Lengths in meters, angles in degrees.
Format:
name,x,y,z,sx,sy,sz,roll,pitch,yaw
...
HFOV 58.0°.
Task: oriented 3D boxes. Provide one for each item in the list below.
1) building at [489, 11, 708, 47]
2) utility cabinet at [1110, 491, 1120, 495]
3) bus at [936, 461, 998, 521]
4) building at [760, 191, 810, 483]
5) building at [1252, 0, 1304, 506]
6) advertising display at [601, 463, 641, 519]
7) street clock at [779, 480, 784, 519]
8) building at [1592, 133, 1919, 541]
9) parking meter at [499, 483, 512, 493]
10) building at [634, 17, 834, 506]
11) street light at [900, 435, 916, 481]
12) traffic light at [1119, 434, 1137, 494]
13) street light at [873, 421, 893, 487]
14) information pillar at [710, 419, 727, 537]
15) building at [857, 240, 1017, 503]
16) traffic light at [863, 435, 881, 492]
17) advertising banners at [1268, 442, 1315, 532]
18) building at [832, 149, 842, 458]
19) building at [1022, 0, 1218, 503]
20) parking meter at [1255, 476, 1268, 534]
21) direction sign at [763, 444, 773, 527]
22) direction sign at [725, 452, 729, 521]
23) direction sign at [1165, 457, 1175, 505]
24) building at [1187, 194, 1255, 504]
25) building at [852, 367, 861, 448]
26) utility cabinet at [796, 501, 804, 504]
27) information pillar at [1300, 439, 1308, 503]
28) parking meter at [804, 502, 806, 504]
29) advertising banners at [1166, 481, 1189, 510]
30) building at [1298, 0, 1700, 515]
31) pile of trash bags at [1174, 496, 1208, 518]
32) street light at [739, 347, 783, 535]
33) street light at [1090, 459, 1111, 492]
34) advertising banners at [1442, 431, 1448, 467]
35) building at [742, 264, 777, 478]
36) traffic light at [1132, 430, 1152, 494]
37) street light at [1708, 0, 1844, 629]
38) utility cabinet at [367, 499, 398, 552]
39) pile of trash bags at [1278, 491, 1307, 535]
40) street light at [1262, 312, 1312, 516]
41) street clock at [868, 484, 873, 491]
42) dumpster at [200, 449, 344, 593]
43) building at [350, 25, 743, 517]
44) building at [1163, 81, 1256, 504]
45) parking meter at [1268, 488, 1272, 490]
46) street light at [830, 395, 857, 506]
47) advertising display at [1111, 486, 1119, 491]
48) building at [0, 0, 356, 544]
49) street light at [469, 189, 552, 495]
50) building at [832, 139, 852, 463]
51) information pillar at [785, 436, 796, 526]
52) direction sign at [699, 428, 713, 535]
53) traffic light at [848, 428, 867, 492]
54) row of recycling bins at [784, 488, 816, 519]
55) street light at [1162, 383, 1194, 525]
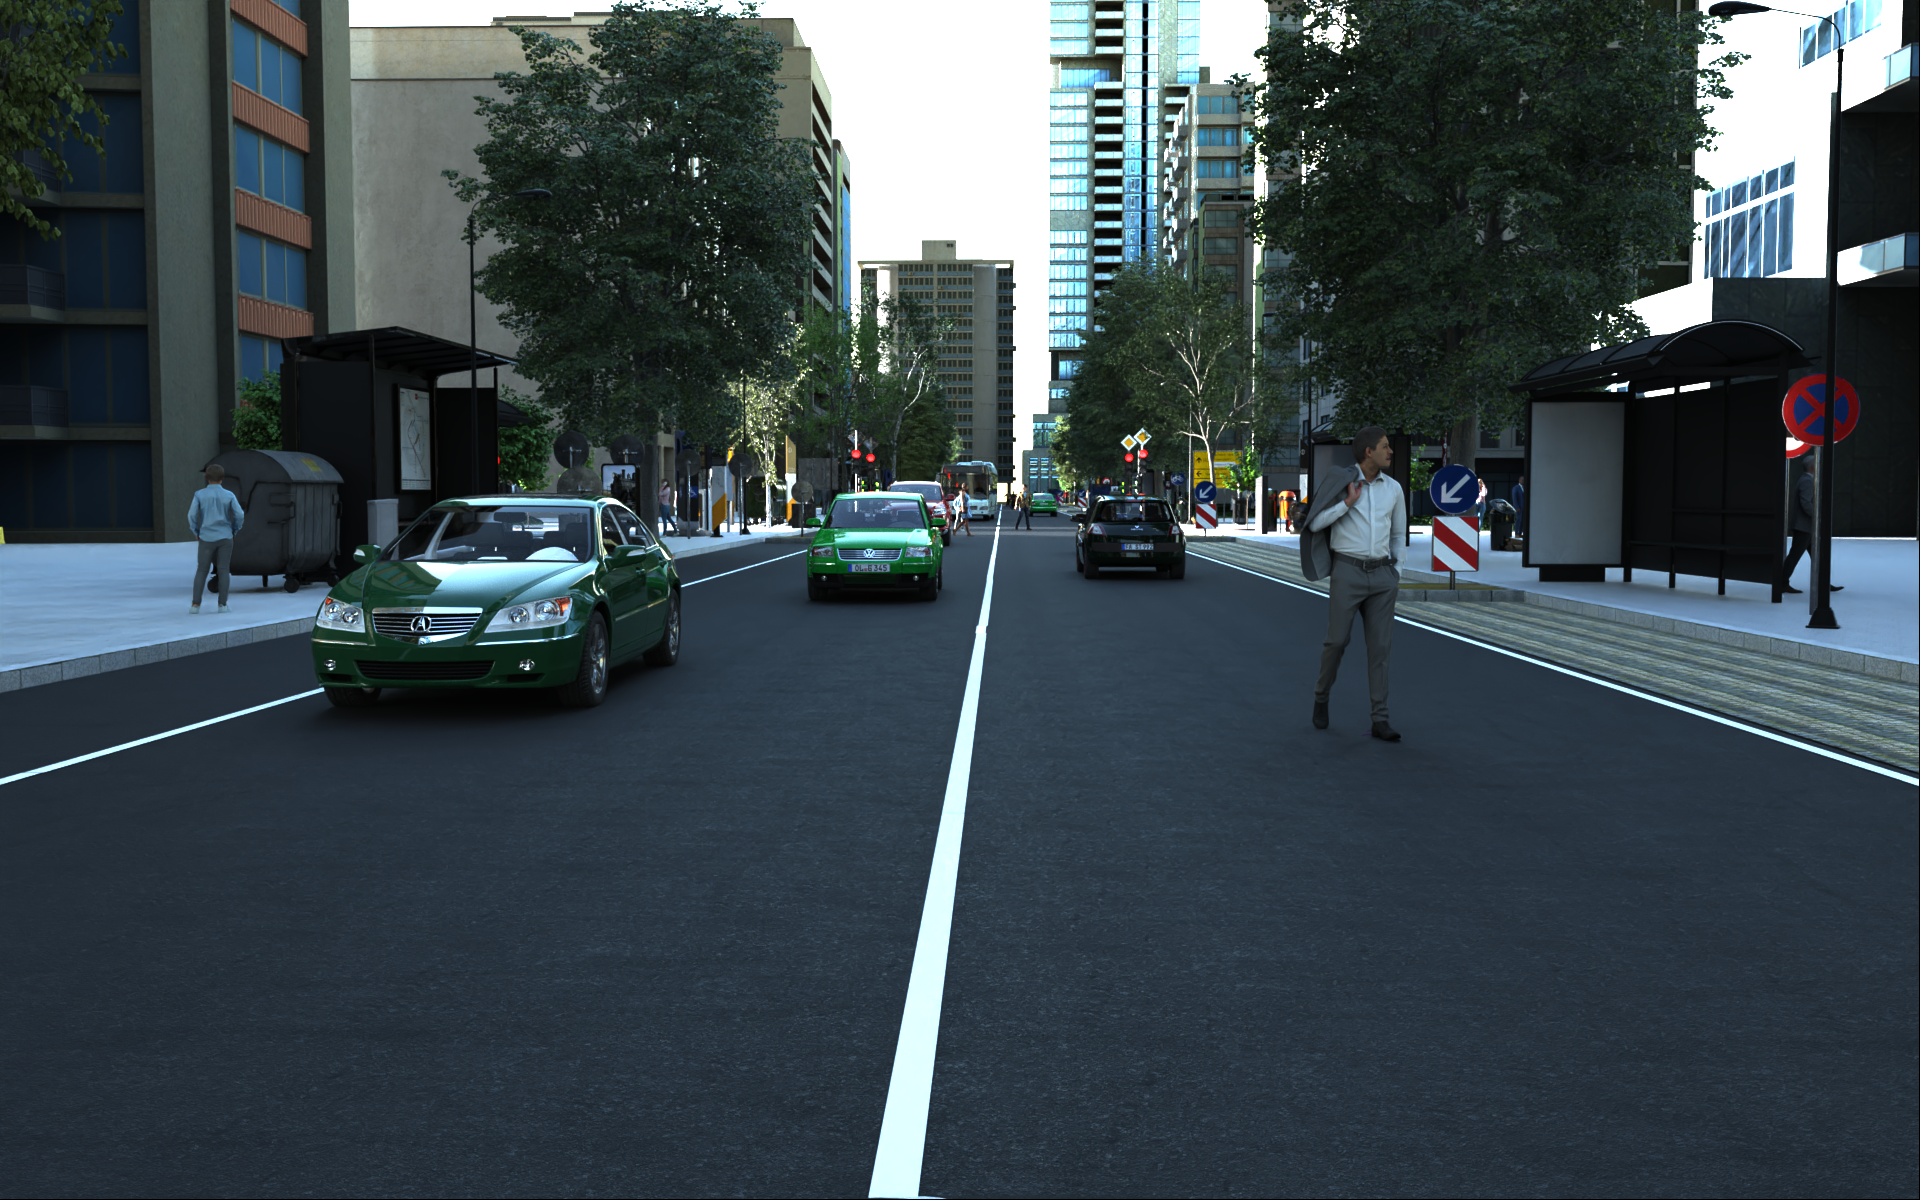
name,x,y,z,sx,sy,sz,roll,pitch,yaw
building,-42.417,-40.925,211.126,28.212,58.520,21.231,0,4,1
utility cabinet,11.133,-7.242,127.083,1.173,1.500,0.318,1,4,10
bus,0.568,-6.192,96.092,2.948,3.499,13.247,0,4,3
building,-22.033,-24.002,164.136,14.160,30.474,14.107,0,4,1
building,30.468,-27.843,138.833,14.154,41.232,14.086,0,4,1
advertising display,-7.108,-1.901,36.302,0.974,1.923,0.123,2,4,30
street clock,-9.011,-5.064,87.362,0.358,2.002,0.471,-1,4,-14
building,33.368,-44.728,43.972,22.319,86.520,31.000,0,4,1
parking meter,-10.477,-1.920,39.808,0.372,1.533,0.369,0,3,0
building,-24.968,-34.115,181.484,21.300,48.544,21.600,0,4,1
street light,-4.195,-10.084,137.409,1.470,5.913,1.316,0,4,1
traffic light,7.895,-5.649,81.282,0.839,4.253,0.868,0,4,1
street light,-4.946,-8.378,109.527,1.470,5.913,1.316,0,4,1
information pillar,-7.157,-3.669,51.339,0.504,3.616,0.183,2,4,26
building,-3.292,-35.207,267.513,23.993,40.220,32.217,0,4,1
traffic light,-4.163,-5.666,81.567,0.839,4.253,0.868,0,4,1
advertising banners,11.248,-3.817,58.600,2.074,3.025,0.090,1,4,10
building,-21.228,-31.550,199.429,14.154,41.232,14.086,0,4,1
building,24.887,-57.931,259.836,31.000,86.520,22.319,0,4,1
parking meter,9.611,-3.025,55.177,0.255,1.863,0.399,-2,4,-27
direction sign,-7.550,-4.653,68.072,0.379,3.537,0.876,0,4,-5
direction sign,-11.036,-5.540,82.584,0.379,3.537,0.876,-1,4,-23
direction sign,12.940,-6.957,105.738,0.876,3.537,0.379,0,4,6
building,29.963,-24.283,168.730,14.160,30.474,14.107,0,4,1
building,-29.811,-25.716,265.491,28.899,21.520,27.650,0,4,1
utility cabinet,-7.877,-4.515,84.985,0.306,1.237,1.020,2,4,31
information pillar,14.583,-5.010,73.266,0.504,3.616,0.183,3,5,42
parking meter,-7.255,-4.512,82.184,0.372,1.533,0.369,0,3,0
advertising banners,13.634,-6.857,108.300,2.074,3.025,0.090,-2,4,-25
building,31.954,-40.491,100.283,20.611,71.187,20.563,0,4,1
pile of trash bags,11.575,-4.606,85.063,1.912,1.369,3.447,1,4,19
street light,-6.270,-5.029,54.769,1.470,5.913,1.316,0,4,1
street light,10.591,-9.534,128.422,1.470,5.913,1.316,0,4,1
advertising banners,11.663,-2.750,41.158,0.090,3.025,2.074,0,4,5
building,-22.171,-20.926,139.400,12.463,27.353,25.104,0,4,1
traffic light,7.695,-5.161,73.300,0.839,4.253,0.868,0,4,1
street light,7.747,-2.687,16.471,1.470,5.913,1.316,0,4,1
utility cabinet,-7.567,-0.706,22.700,0.306,1.237,1.020,-2,4,-24
pile of trash bags,11.210,-2.780,55.206,1.912,1.369,3.447,-2,4,-24
street light,8.414,-4.392,44.355,1.470,5.913,1.316,0,4,1
street clock,-6.277,-7.183,122.005,0.471,2.002,0.358,-1,4,-17
dumpster,-9.147,-1.059,23.074,1.264,1.857,1.865,0,4,1
building,-25.864,-18.635,109.200,19.350,26.468,34.151,0,4,1
building,35.934,-35.799,204.926,23.786,49.044,30.456,0,4,1
parking meter,12.980,-3.953,73.046,0.372,1.533,0.369,0,3,0
street light,-5.543,-6.673,81.641,1.470,5.913,1.316,0,4,1
advertising display,11.784,-7.776,132.356,0.123,1.923,0.974,3,5,44
building,-32.558,-24.244,51.016,28.867,44.769,22.147,0,4,1
street light,-6.918,-3.304,26.563,1.470,5.913,1.316,0,4,1
building,-21.126,-34.528,214.639,14.200,45.320,14.600,0,4,1
information pillar,-6.839,-4.810,69.997,0.183,3.616,0.504,3,5,41
direction sign,-7.933,-3.811,54.305,0.379,3.537,0.876,-3,4,-38
traffic light,-4.363,-5.178,73.585,0.839,4.253,0.868,0,4,1
row of recycling bins,-8.658,-5.051,89.697,1.069,1.692,3.534,2,4,32
street light,9.077,-6.098,72.240,1.470,5.913,1.316,0,4,1
